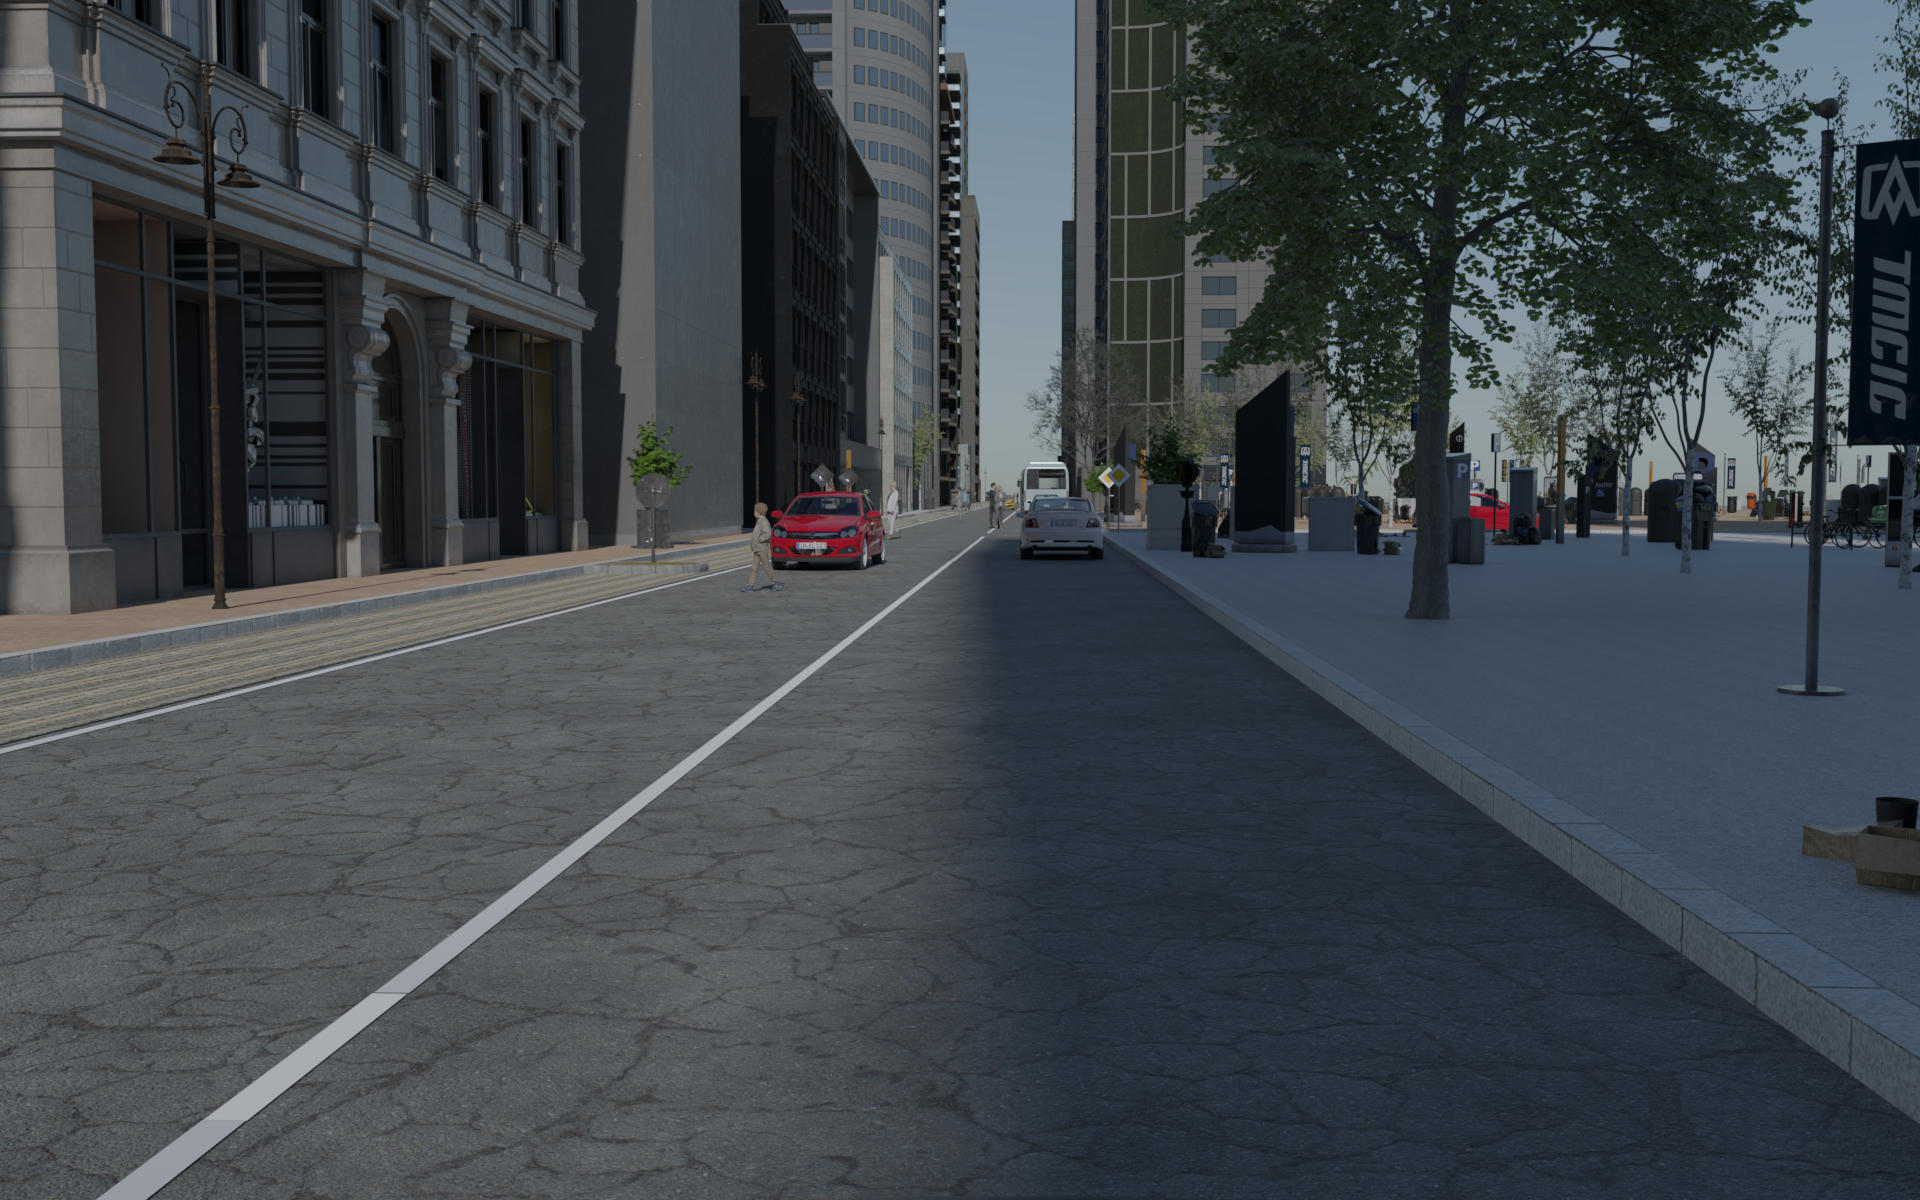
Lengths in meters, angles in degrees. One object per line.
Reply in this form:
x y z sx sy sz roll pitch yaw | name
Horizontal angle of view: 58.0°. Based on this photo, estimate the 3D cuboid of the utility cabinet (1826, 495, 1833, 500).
59.964 -6.664 120.124 1.020 1.237 0.306 2 4 28 | utility cabinet

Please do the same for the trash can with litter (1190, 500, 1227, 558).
5.082 -1.445 35.015 0.624 1.170 1.055 -1 4 -19 | trash can with litter

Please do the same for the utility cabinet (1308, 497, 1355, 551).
8.365 -1.701 38.974 1.020 1.237 0.306 1 4 13 | utility cabinet

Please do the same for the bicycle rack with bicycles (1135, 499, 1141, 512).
12.344 -6.783 124.286 2.852 0.926 2.925 0 4 -7 | bicycle rack with bicycles

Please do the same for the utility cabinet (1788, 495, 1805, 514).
53.356 -6.082 110.596 1.020 1.237 0.306 2 4 35 | utility cabinet

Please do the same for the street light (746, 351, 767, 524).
-6.583 -5.101 56.184 0.468 5.910 1.993 0 4 3 | street light

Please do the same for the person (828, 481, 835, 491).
-3.717 -2.481 49.338 0.520 1.790 0.573 -1 4 -17 | person

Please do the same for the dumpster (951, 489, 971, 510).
0.090 -9.033 155.901 1.865 1.857 1.264 0 4 5 | dumpster

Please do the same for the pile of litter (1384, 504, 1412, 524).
19.392 -3.760 75.440 1.719 0.858 1.176 2 4 33 | pile of litter

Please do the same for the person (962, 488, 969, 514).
0.333 -7.084 124.182 0.638 1.841 0.748 -1 4 -12 | person

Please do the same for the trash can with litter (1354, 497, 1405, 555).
8.902 -1.551 36.744 1.055 1.170 0.624 2 4 28 | trash can with litter

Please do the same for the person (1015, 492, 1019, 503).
8.960 -16.091 272.417 0.721 1.723 1.217 2 4 28 | person

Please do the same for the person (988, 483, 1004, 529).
1.458 -3.915 71.876 0.474 1.900 0.648 -3 4 -36 | person

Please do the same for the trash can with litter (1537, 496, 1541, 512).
36.409 -5.964 108.904 0.624 1.170 1.055 2 4 32 | trash can with litter

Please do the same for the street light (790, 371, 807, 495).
-6.067 -5.650 65.159 0.468 5.910 1.993 0 4 3 | street light

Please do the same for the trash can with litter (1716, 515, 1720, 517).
41.754 -5.261 97.073 2.233 1.210 1.678 -2 4 -25 | trash can with litter

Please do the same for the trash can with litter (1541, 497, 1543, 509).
27.636 -4.226 80.476 0.624 1.170 1.055 3 5 41 | trash can with litter

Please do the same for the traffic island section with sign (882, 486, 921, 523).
-3.160 -4.812 87.305 1.989 1.847 2.006 0 4 3 | traffic island section with sign

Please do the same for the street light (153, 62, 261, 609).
-8.263 -2.837 19.167 0.468 5.910 1.993 0 4 3 | street light

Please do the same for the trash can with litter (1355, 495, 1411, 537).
12.674 -2.505 52.007 2.233 1.210 1.678 1 4 22 | trash can with litter

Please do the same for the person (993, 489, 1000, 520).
2.026 -5.244 94.101 0.748 1.841 0.638 -1 4 -22 | person

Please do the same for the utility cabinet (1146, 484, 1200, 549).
4.912 -1.914 39.970 1.173 1.500 0.318 -1 4 -11 | utility cabinet

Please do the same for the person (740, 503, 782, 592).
-2.900 -0.771 25.377 0.640 1.303 0.475 -2 4 -35 | person

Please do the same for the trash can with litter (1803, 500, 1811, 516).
50.091 -5.544 102.027 0.624 1.170 1.055 -3 5 -39 | trash can with litter

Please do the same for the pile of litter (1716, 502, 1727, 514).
50.174 -6.151 114.533 1.719 0.858 1.176 -1 4 -16 | pile of litter

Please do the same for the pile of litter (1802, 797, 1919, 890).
3.482 0.513 5.582 1.176 0.858 1.719 0 4 3 | pile of litter

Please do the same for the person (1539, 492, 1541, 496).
72.487 -12.700 216.925 0.721 1.735 1.217 1 4 15 | person

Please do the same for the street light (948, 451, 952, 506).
-1.036 -12.598 178.764 0.468 5.910 1.993 0 4 3 | street light

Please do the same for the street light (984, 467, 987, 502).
4.388 -19.917 298.434 0.468 5.910 1.993 0 4 3 | street light

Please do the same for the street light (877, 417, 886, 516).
-4.591 -7.893 101.836 0.468 5.910 1.993 0 4 3 | street light

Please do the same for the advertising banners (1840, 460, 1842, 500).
45.088 -5.653 88.618 0.090 3.025 2.074 2 4 24 | advertising banners

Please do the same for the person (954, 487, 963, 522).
-0.080 -4.940 89.447 0.466 1.800 0.511 0 4 3 | person

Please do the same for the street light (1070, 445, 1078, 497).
9.492 -10.350 142.007 0.468 5.910 1.993 0 4 3 | street light

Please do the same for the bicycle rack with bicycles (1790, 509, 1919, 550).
21.051 -1.687 40.968 2.852 0.926 2.925 -1 4 -18 | bicycle rack with bicycles

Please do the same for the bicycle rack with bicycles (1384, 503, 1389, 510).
31.713 -6.870 125.706 2.852 0.926 2.925 0 4 1 | bicycle rack with bicycles

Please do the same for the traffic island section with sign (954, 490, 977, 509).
0.322 -9.506 164.045 1.989 1.847 2.006 0 4 3 | traffic island section with sign

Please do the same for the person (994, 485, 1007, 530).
1.655 -3.757 70.104 0.537 1.800 0.526 0 4 0 | person

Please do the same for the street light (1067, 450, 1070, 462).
11.262 -12.599 178.780 0.468 5.910 1.993 0 4 3 | street light

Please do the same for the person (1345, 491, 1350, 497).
48.926 -12.880 219.182 1.348 1.812 0.705 2 4 33 | person

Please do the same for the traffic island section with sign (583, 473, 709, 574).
-5.685 -1.414 31.742 1.989 1.847 2.006 0 4 3 | traffic island section with sign

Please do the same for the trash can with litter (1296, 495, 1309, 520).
17.787 -4.671 87.432 2.233 1.210 1.678 -2 4 -35 | trash can with litter

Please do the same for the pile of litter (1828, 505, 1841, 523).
38.671 -3.789 75.908 1.176 0.858 1.719 1 4 23 | pile of litter

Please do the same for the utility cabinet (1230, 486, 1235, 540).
7.841 -2.340 46.940 0.318 1.500 1.173 -2 4 -35 | utility cabinet

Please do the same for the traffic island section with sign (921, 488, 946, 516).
-1.913 -6.487 114.694 1.989 1.847 2.006 0 4 3 | traffic island section with sign

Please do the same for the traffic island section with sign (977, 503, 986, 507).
1.547 -11.153 190.973 1.989 1.847 2.006 0 4 3 | traffic island section with sign

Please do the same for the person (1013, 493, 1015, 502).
7.525 -14.031 239.368 0.415 1.643 0.593 -3 4 -36 | person

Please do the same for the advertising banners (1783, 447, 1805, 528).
31.367 -4.221 65.205 2.074 3.025 0.090 -3 5 -43 | advertising banners

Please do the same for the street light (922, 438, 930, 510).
-2.627 -10.331 141.697 0.468 5.910 1.993 0 4 3 | street light

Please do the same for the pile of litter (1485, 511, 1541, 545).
13.999 -1.828 43.857 1.719 0.858 1.176 -1 4 -20 | pile of litter

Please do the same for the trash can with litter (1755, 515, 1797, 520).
40.885 -4.642 86.951 1.678 1.210 2.233 -3 4 -38 | trash can with litter

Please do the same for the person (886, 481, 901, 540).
-2.055 -2.800 54.153 0.514 1.842 0.818 3 5 43 | person

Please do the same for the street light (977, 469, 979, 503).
2.746 -17.675 261.765 0.468 5.910 1.993 0 4 3 | street light

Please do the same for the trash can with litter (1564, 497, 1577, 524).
25.903 -3.812 73.716 1.055 1.170 0.624 -3 5 -40 | trash can with litter

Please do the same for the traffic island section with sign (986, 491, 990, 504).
4.078 -14.576 246.948 1.989 1.847 2.006 0 4 3 | traffic island section with sign

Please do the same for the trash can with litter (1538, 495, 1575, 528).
22.407 -3.390 66.482 2.233 1.210 1.678 2 4 27 | trash can with litter

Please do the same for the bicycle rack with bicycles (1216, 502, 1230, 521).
13.209 -4.202 82.088 2.925 0.926 2.852 0 4 7 | bicycle rack with bicycles
